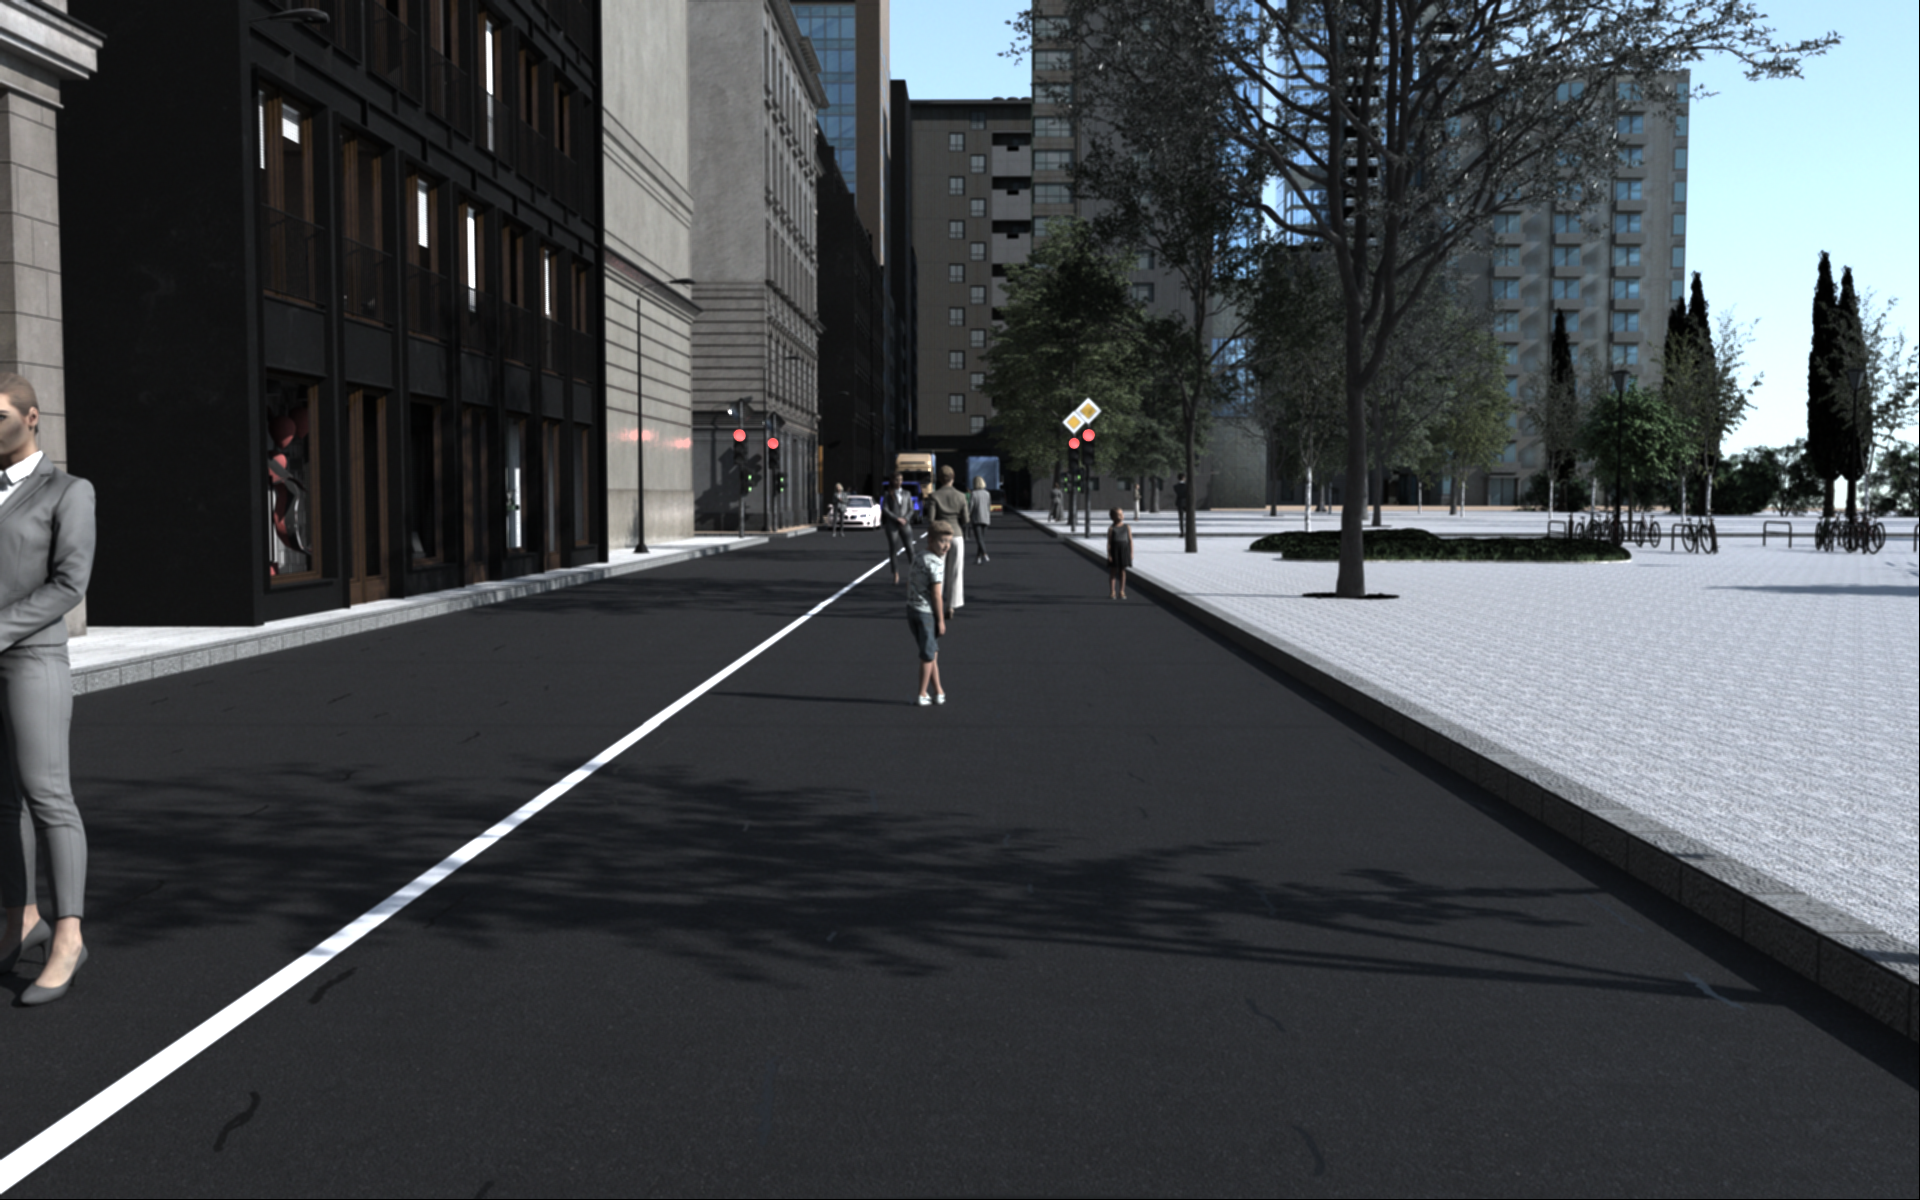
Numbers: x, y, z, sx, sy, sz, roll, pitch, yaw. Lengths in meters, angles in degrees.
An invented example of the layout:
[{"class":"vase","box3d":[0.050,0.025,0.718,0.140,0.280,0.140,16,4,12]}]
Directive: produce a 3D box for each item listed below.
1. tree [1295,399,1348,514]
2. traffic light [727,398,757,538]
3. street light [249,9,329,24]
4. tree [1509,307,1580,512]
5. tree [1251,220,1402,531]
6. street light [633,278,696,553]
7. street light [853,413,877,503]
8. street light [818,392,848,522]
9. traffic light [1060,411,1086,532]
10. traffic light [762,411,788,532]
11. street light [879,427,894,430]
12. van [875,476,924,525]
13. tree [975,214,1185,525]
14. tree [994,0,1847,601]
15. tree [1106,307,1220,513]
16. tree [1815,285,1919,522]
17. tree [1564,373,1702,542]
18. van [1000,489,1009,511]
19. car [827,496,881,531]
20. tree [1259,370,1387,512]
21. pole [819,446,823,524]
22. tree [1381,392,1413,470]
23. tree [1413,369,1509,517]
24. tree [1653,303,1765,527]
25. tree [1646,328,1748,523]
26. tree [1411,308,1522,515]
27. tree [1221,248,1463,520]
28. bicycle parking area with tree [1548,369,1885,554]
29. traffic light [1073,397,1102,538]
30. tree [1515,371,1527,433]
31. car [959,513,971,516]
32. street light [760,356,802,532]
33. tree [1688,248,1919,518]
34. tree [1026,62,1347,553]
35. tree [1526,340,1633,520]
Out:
[{"class":"tree","box3d":[23.274,-9.755,109.862,4.737,8.622,4.395,0,3,0]},{"class":"traffic light","box3d":[-6.359,-3.765,50.476,0.839,4.253,0.868,0,4,1]},{"class":"street light","box3d":[-6.746,-2.705,16.761,1.470,5.913,1.316,0,4,1]},{"class":"tree","box3d":[47.817,-13.506,122.646,18.604,14.587,13.155,2,4,31]},{"class":"tree","box3d":[9.847,-5.953,47.700,4.360,8.622,3.978,0,3,0]},{"class":"street light","box3d":[-6.384,-3.970,37.453,1.470,5.913,1.316,0,4,1]},{"class":"street light","box3d":[-5.586,-7.780,99.737,1.470,5.913,1.316,0,4,1]},{"class":"street light","box3d":[-5.780,-6.514,79.042,1.470,5.913,1.316,0,4,1]},{"class":"traffic light","box3d":[3.809,-4.246,58.341,0.839,4.253,0.868,0,4,1]},{"class":"traffic light","box3d":[-6.252,-4.253,58.460,0.839,4.253,0.868,0,4,1]},{"class":"street light","box3d":[-5.272,-9.045,120.430,1.470,5.913,1.316,0,4,1]},{"class":"van","box3d":[-2.796,-4.749,82.027,2.240,2.365,5.245,0,4,1]},{"class":"tree","box3d":[4.488,-9.368,71.288,7.486,12.596,7.792,0,3,0]},{"class":"tree","box3d":[4.940,-6.761,20.911,12.009,13.543,11.850,0,3,0]},{"class":"tree","box3d":[13.082,-12.836,116.525,9.857,13.997,8.962,0,3,0]},{"class":"tree","box3d":[31.859,-6.736,60.491,4.360,8.622,3.978,0,3,0]},{"class":"tree","box3d":[18.150,-3.871,47.003,4.285,4.588,4.351,0,3,0]},{"class":"van","box3d":[3.248,-8.764,150.308,2.013,2.044,4.112,0,4,1]},{"class":"car","box3d":[-4.180,-3.469,69.075,2.083,1.381,4.827,0,4,2]},{"class":"tree","box3d":[25.607,-12.581,122.707,9.611,12.733,9.660,0,3,0]},{"class":"pole","box3d":[-5.879,-4.850,73.146,0.158,3.312,0.155,0,3,0]},{"class":"tree","box3d":[30.280,-10.037,114.466,4.737,8.622,4.395,0,3,0]},{"class":"tree","box3d":[28.426,-8.967,96.975,4.737,8.622,4.395,0,3,0]},{"class":"tree","box3d":[29.241,-7.169,67.578,4.360,8.622,3.978,0,3,0]},{"class":"tree","box3d":[32.031,-7.697,76.210,4.737,8.622,4.395,0,3,0]},{"class":"tree","box3d":[30.784,-11.517,106.422,7.486,12.596,7.792,0,3,0]},{"class":"tree","box3d":[19.591,-10.877,84.494,9.857,13.997,8.962,0,3,0]},{"class":"bicycle parking area with tree","box3d":[17.993,-3.255,40.222,8.231,4.147,9.016,1,4,20]},{"class":"traffic light","box3d":[3.702,-3.758,50.356,0.839,4.253,0.868,0,4,1]},{"class":"tree","box3d":[30.741,-8.492,89.206,4.360,8.622,3.978,0,3,0]},{"class":"car","box3d":[0.644,-5.617,102.064,2.015,1.641,3.980,0,4,-1]},{"class":"street light","box3d":[-6.024,-5.248,58.348,1.470,5.913,1.316,0,4,1]},{"class":"tree","box3d":[48.305,-12.155,100.550,13.155,14.587,18.604,-3,5,-42]},{"class":"tree","box3d":[4.761,-6.303,37.473,7.601,10.594,8.767,-2,4,-32]},{"class":"tree","box3d":[30.259,-8.114,83.028,4.360,8.622,3.978,0,3,0]}]
